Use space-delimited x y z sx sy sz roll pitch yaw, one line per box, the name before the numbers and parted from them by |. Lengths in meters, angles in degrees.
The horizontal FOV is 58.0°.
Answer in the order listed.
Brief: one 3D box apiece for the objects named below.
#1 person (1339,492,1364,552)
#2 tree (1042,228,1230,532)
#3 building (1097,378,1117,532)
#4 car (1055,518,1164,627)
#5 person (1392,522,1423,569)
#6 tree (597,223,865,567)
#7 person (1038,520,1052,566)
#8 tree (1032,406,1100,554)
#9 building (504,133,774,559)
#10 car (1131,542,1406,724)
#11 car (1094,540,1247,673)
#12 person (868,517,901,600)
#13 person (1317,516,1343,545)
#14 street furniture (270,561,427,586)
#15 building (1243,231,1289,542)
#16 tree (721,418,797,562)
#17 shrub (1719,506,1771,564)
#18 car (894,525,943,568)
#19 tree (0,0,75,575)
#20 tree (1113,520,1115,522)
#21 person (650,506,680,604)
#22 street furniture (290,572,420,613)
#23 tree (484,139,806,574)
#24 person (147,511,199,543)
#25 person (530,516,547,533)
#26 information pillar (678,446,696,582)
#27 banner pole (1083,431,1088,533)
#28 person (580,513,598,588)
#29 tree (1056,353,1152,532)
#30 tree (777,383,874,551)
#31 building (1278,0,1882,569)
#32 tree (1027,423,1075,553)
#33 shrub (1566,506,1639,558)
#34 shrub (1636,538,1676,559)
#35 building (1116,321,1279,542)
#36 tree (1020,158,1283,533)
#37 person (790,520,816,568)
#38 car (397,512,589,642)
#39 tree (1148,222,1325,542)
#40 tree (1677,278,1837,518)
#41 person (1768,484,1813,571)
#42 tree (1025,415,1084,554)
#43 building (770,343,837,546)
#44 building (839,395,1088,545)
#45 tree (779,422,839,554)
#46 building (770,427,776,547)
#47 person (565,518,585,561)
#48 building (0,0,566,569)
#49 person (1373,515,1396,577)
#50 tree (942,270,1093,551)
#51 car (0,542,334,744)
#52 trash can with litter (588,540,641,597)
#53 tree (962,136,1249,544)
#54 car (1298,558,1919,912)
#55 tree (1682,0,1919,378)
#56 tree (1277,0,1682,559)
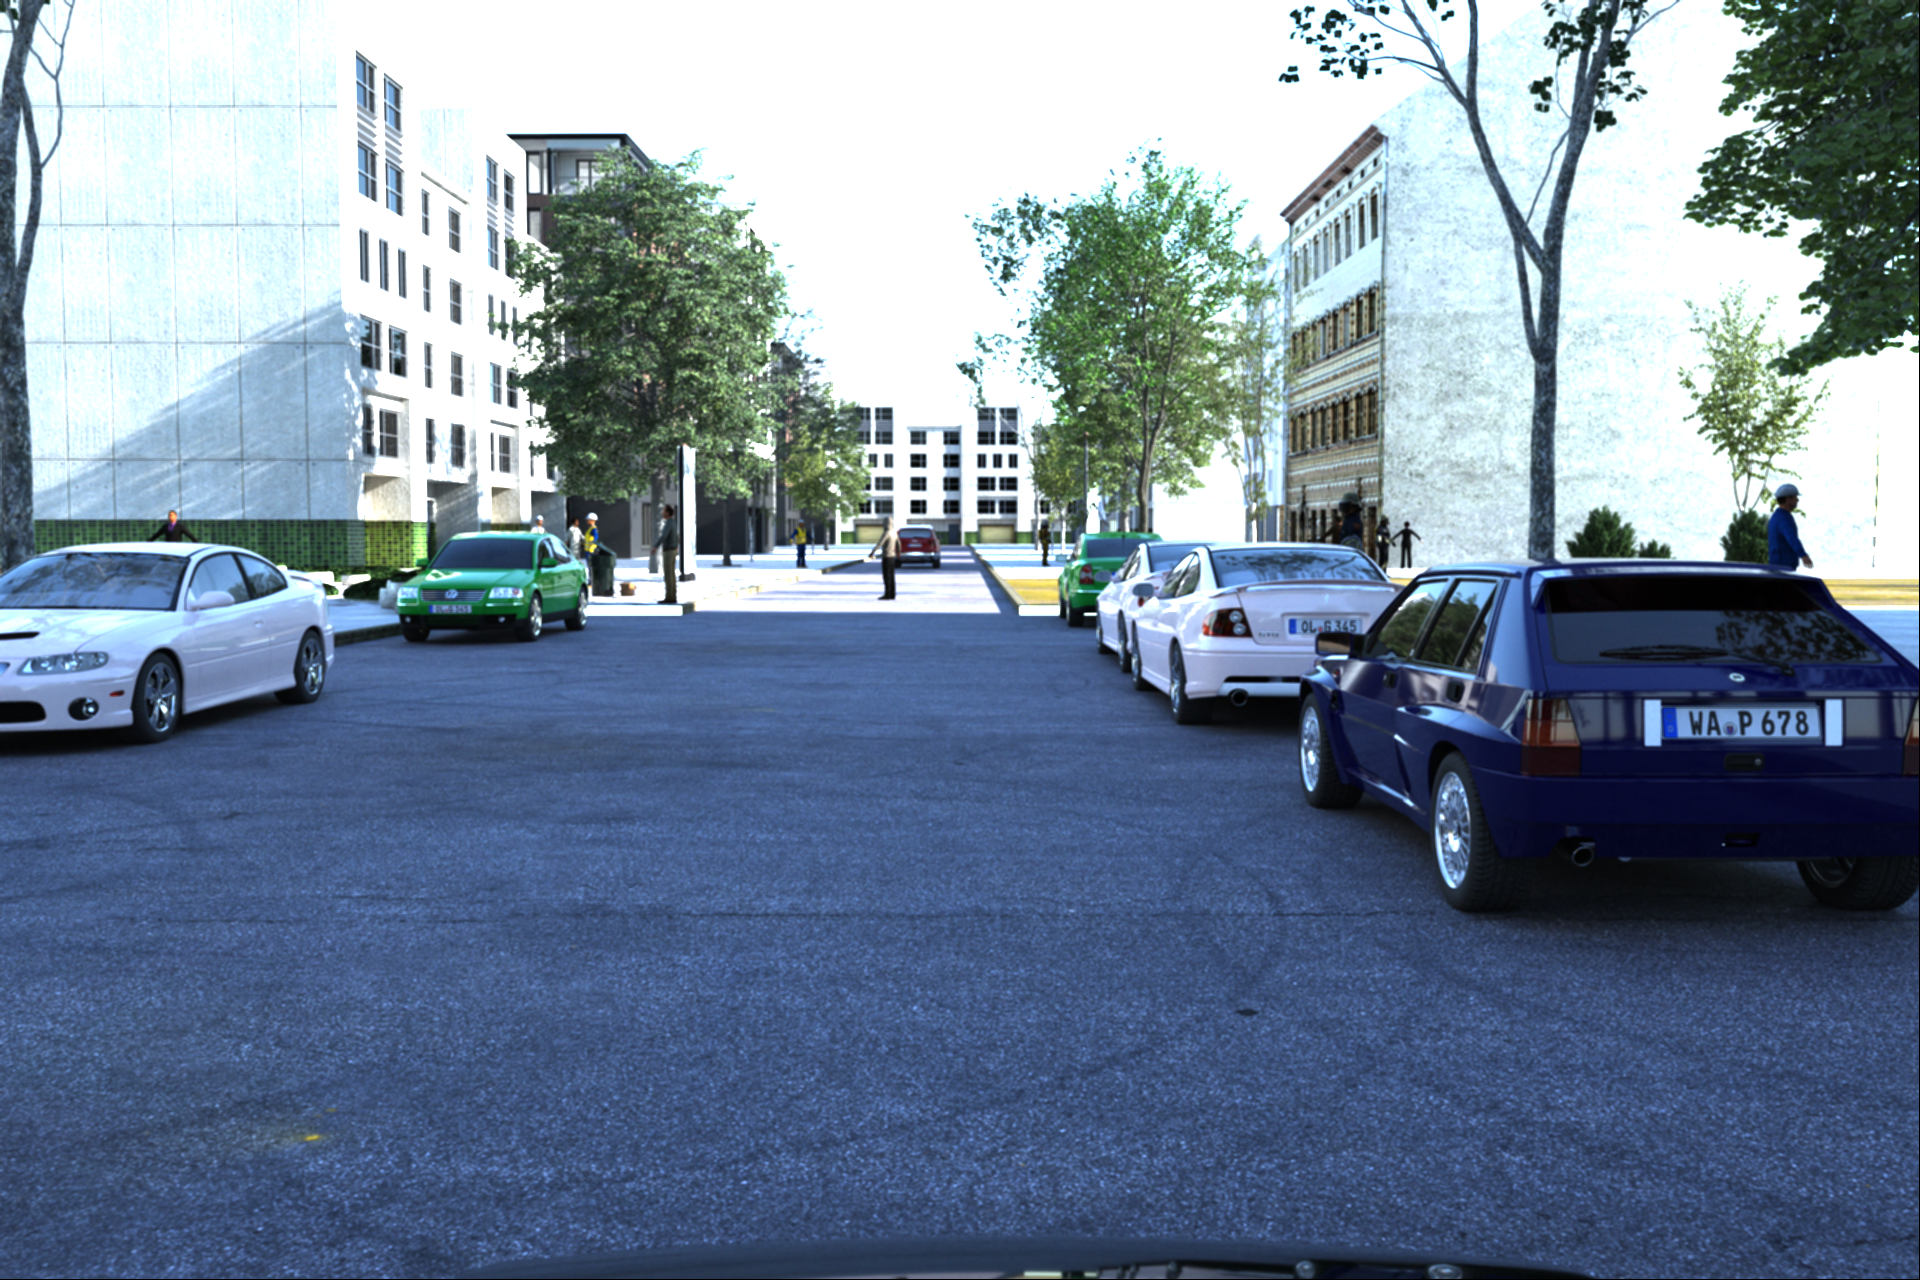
person | 5.272 -1.082 23.554 0.704 1.845 1.351 0 4 7
tree | 6.309 -8.857 62.932 7.486 12.596 7.792 0 3 0
building | 21.472 -21.334 205.238 16.016 20.090 11.380 0 3 0
car | 2.555 -1.183 28.134 1.959 1.807 4.718 0 4 0
person | 16.410 -3.485 63.705 1.216 1.740 0.721 0 4 6
tree | -9.283 -9.659 68.302 12.009 13.543 11.850 0 3 0
person | 3.463 -3.906 69.628 0.705 1.858 1.354 0 4 -7
tree | 5.768 -8.859 95.207 4.737 8.622 4.395 0 3 0
building | -27.235 -15.966 105.020 27.936 21.610 32.646 0 4 1
car | 2.530 -0.126 14.426 2.083 1.381 4.827 0 4 -1
car | 2.577 -0.422 19.269 2.083 1.381 4.827 0 4 0
person | -1.588 -1.787 37.809 0.705 1.813 1.348 2 4 26
person | 11.119 -2.735 50.848 1.346 1.812 0.704 0 4 7
street furniture | -15.418 -1.771 44.587 10.072 0.657 5.734 -3 4 -37
building | 23.262 -15.475 109.435 16.016 20.090 11.380 0 3 0
tree | -9.603 -7.898 79.490 4.360 8.622 3.978 0 3 0
shrub | 20.973 -2.535 45.874 1.690 2.028 1.600 0 3 0
car | -1.860 -3.994 73.975 2.281 1.827 5.304 0 3 0
tree | -13.364 -10.096 20.954 12.611 20.169 13.585 0 3 0
tree | 21.284 -16.624 222.156 4.360 8.622 3.978 0 3 0
person | -5.401 -1.575 32.020 0.705 1.796 1.348 1 4 9
street furniture | -11.853 -0.964 31.387 5.734 0.657 10.072 -1 4 -14
tree | -9.812 -9.094 55.345 9.857 13.997 8.962 0 3 0
person | -17.535 -1.979 38.582 1.346 1.802 0.704 0 4 -1
person | -12.984 -2.916 53.536 0.705 1.847 1.347 2 4 28
information pillar | -7.419 -3.408 47.029 0.184 3.620 1.656 0 4 1
banner pole | 3.069 -3.188 42.134 0.401 3.779 0.863 0 4 -1
person | -8.844 -2.123 41.168 0.721 1.772 1.216 -2 4 -25
tree | 5.991 -7.371 70.872 4.737 8.622 4.395 0 3 0
tree | -10.358 -12.932 129.565 7.486 12.596 7.792 0 3 0
building | 24.764 -14.787 72.700 19.493 23.208 18.063 0 4 0
tree | 6.263 -10.054 114.744 4.737 8.622 4.395 0 3 0
shrub | 15.794 -2.335 42.601 1.690 2.028 1.600 0 3 0
shrub | 14.755 -1.571 36.798 1.383 1.207 1.383 0 3 0
building | 23.648 -17.497 152.539 16.747 18.905 31.486 0 4 0
tree | 5.188 -7.484 48.125 9.928 11.665 9.643 0 3 0
person | -6.018 -3.664 65.874 0.705 1.833 1.349 3 5 41
car | -6.506 -0.958 24.463 1.959 1.807 4.718 0 4 0
tree | 7.074 -5.503 40.331 4.360 8.622 3.978 0 3 0
tree | 22.534 -6.068 49.575 4.737 8.622 4.395 0 3 0
person | 9.230 -0.822 19.328 0.705 1.842 1.347 1 4 13
tree | 6.122 -9.460 105.026 4.737 8.622 4.395 0 3 0
building | -29.264 -21.818 200.702 27.936 21.610 32.646 0 4 0
building | 0.158 -21.930 227.465 31.486 18.905 16.747 0 4 -3
tree | -9.601 -9.896 112.163 4.737 8.622 4.395 0 3 0
building | -26.418 -17.573 153.781 16.747 18.905 31.486 0 4 0
person | -12.562 -3.086 56.649 0.705 1.806 1.347 1 4 21
building | -28.478 -12.581 72.154 16.747 18.905 31.486 0 3 0
person | 12.500 -2.765 50.988 0.705 1.856 1.354 2 4 33
tree | 5.037 -16.546 126.416 12.611 20.169 13.585 0 3 0
car | -6.404 -0.060 13.350 2.083 1.381 4.827 0 3 0
trash can with litter | -7.117 -1.485 35.667 1.055 1.170 0.624 0 4 -1
tree | 6.852 -13.879 82.804 12.611 20.169 13.585 0 3 0
car | 2.705 0.285 7.928 1.945 1.354 3.894 0 4 -1
tree | 8.800 -5.802 12.988 7.486 12.596 7.792 0 3 0
tree | 8.697 -10.538 28.180 12.611 20.169 13.585 0 3 0
